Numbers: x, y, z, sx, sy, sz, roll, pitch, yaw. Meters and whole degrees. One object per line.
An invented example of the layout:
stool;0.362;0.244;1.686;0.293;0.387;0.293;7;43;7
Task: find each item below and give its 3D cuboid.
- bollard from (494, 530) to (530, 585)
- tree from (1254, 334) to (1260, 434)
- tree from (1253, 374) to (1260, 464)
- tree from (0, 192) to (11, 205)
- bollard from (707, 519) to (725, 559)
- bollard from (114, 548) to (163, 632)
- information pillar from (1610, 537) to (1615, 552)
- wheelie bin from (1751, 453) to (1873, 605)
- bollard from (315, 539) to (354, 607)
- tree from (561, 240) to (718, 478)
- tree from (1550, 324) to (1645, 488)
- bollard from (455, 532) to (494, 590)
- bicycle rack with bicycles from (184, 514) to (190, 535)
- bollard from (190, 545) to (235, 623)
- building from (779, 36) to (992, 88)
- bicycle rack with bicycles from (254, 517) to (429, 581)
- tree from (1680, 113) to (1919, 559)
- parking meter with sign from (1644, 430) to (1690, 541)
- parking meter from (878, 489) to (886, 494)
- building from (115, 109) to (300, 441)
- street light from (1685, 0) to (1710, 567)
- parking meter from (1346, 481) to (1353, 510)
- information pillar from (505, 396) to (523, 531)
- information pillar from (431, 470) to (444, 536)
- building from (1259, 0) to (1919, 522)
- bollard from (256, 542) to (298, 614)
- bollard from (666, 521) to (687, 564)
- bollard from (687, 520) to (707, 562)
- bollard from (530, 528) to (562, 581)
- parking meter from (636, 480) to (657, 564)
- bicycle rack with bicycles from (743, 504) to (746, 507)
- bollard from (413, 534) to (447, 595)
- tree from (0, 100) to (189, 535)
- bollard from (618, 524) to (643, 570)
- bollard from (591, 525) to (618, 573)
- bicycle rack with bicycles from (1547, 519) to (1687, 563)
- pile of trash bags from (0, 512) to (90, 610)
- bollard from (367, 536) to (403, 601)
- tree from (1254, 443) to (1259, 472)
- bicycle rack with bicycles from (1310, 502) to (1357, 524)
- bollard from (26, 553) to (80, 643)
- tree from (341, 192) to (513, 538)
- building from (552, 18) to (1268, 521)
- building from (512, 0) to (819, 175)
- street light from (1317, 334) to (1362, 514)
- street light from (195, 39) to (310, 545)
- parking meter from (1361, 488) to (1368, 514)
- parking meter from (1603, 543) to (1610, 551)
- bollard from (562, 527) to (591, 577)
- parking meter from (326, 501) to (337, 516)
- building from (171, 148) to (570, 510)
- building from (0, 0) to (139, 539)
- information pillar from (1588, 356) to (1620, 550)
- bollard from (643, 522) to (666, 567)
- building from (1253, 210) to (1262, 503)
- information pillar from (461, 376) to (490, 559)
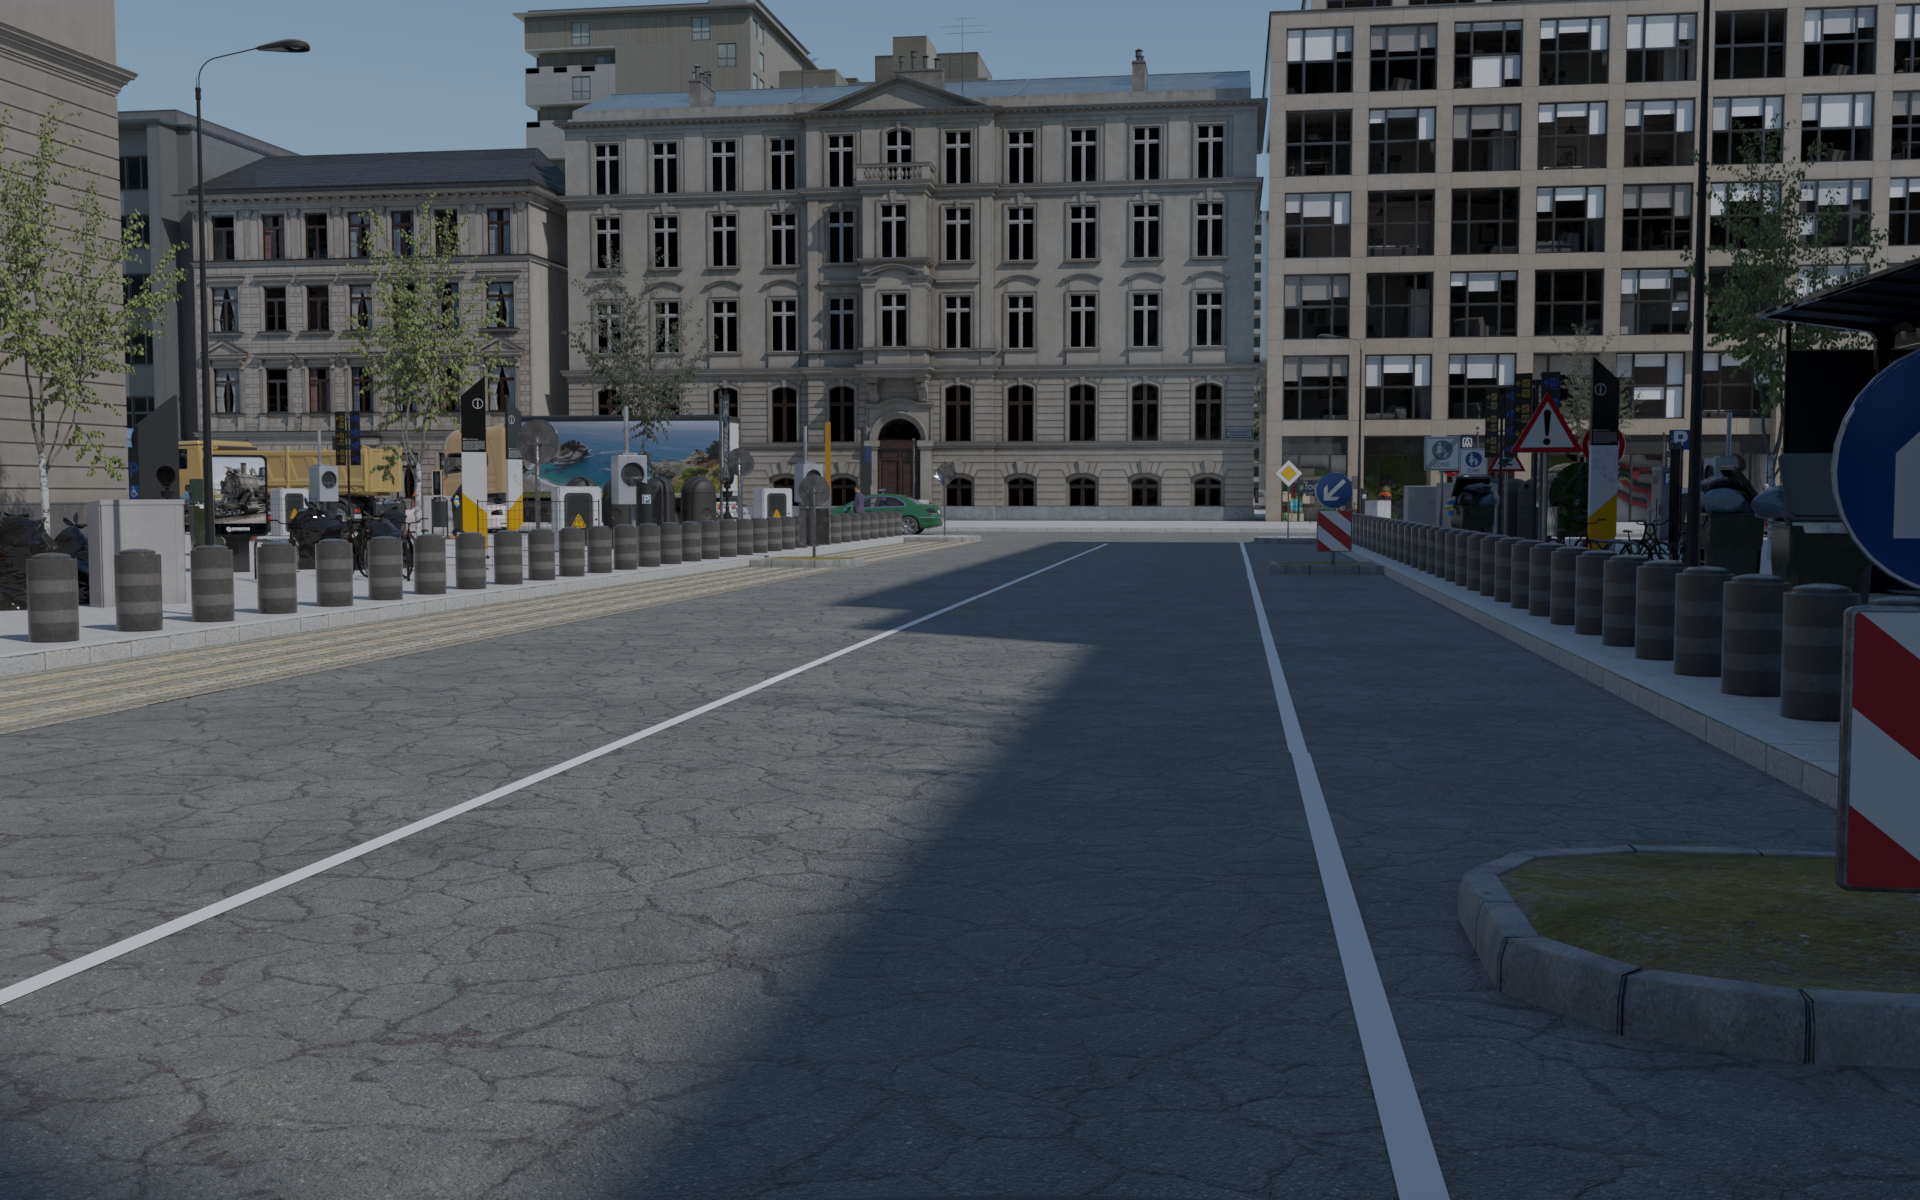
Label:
bollard;-6.424;-0.606;24.632;0.404;0.777;0.398;0;3;0
tree;34.845;-20.960;198.592;12.611;20.169;13.585;0;3;0
tree;26.366;-13.384;136.949;7.486;12.596;7.792;0;3;0
tree;-14.193;-4.388;22.103;4.360;8.622;3.978;0;3;0
bollard;-4.948;-1.190;34.179;0.404;0.777;0.398;0;3;0
bollard;-7.718;-0.095;16.273;0.404;0.777;0.398;0;3;0
information pillar;13.680;-1.968;36.676;0.304;2.012;0.304;-3;4;-38
wheelie bin;6.666;-0.341;13.485;0.980;1.594;0.693;1;4;12
bollard;-7.166;-0.313;19.836;0.404;0.777;0.398;0;3;0
tree;-9.510;-6.162;51.118;4.360;8.622;3.978;0;3;0
tree;27.079;-7.577;74.248;4.360;8.622;3.978;0;3;0
bollard;-6.614;-0.532;23.415;0.404;0.777;0.398;0;3;0
bicycle rack with bicycles;-24.132;-2.549;55.051;2.925;0.926;2.852;-3;5;-42
bollard;-7.537;-0.168;17.461;0.404;0.777;0.398;0;3;0
building;-6.781;-34.586;189.188;21.600;48.544;21.300;1;4;9
bicycle rack with bicycles;-9.303;-0.765;25.882;2.852;0.926;2.925;-2;4;-32
tree;15.939;-5.091;33.605;4.737;8.622;4.395;0;3;0
parking meter with sign;19.431;-3.150;47.770;0.543;3.016;1.738;0;4;-3
parking meter;-3.600;-4.388;80.157;0.372;1.533;0.369;0;3;0
building;-53.251;-16.989;96.844;30.058;24.678;14.314;1;4;9
street light;5.411;-2.536;14.009;1.470;5.913;1.316;1;4;9
parking meter;17.327;-4.365;77.075;0.255;1.863;0.399;1;4;20
information pillar;-10.717;-3.072;41.579;0.183;3.616;0.504;2;4;29
information pillar;-15.873;-2.946;52.666;0.304;2.012;0.304;0;4;-7
building;32.441;-17.240;86.392;34.151;26.468;19.350;1;4;9
bollard;-7.356;-0.241;18.649;0.404;0.777;0.398;0;3;0
bollard;-5.317;-1.045;31.800;0.404;0.777;0.398;0;3;0
bollard;-5.129;-1.118;32.991;0.404;0.777;0.398;0;3;0
bollard;-6.238;-0.679;25.819;0.404;0.777;0.398;0;3;0
parking meter;-5.794;-1.443;32.009;0.372;1.533;0.369;0;3;0
bicycle rack with bicycles;-8.641;-3.739;74.521;2.852;0.926;2.925;-1;4;-16
bollard;-6.800;-0.459;22.220;0.404;0.777;0.398;0;3;0
tree;-17.064;-5.023;32.488;4.737;8.622;4.395;0;3;0
bollard;-5.686;-0.899;29.412;0.404;0.777;0.398;0;3;0
bollard;-5.870;-0.825;28.208;0.404;0.777;0.398;0;3;0
bicycle rack with bicycles;10.142;-0.717;25.103;2.852;0.926;2.925;0;4;-8
pile of trash bags;-11.110;-0.576;19.177;1.912;1.369;3.447;1;4;12
bollard;-6.980;-0.386;21.032;0.404;0.777;0.398;0;3;0
tree;32.259;-13.967;178.721;4.737;8.622;4.395;0;3;0
bicycle rack with bicycles;16.644;-3.775;75.110;2.925;0.926;2.852;-3;5;-44
bollard;-7.903;-0.023;15.086;0.404;0.777;0.398;0;3;0
tree;-13.470;-5.681;43.240;4.737;8.622;4.395;0;3;0
building;-2.083;-16.480;88.528;34.723;24.649;14.460;1;4;9
building;-31.634;-36.681;188.974;27.495;52.752;28.713;1;4;9
street light;11.075;-4.761;50.376;1.470;5.913;1.316;1;4;9
street light;-7.321;-2.775;17.916;1.470;5.913;1.316;1;4;9
parking meter;16.019;-3.701;68.922;0.372;1.533;0.369;0;3;0
parking meter;11.114;-1.327;30.115;0.372;1.533;0.369;0;3;0
bollard;-6.058;-0.752;27.011;0.404;0.777;0.398;0;3;0
parking meter;-19.843;-2.990;54.595;0.399;1.863;0.255;3;4;38
building;-29.221;-13.844;90.980;19.286;19.102;10.561;1;4;9
building;-32.452;-14.638;36.588;25.104;27.353;12.463;1;4;9
information pillar;10.957;-2.335;29.529;0.504;3.616;0.183;0;4;-3
bollard;-5.498;-0.971;30.599;0.404;0.777;0.398;0;3;0
building;42.156;-34.171;242.292;14.086;41.232;14.154;1;4;9
information pillar;-9.604;-2.626;34.297;0.504;3.616;0.183;-1;4;-14
